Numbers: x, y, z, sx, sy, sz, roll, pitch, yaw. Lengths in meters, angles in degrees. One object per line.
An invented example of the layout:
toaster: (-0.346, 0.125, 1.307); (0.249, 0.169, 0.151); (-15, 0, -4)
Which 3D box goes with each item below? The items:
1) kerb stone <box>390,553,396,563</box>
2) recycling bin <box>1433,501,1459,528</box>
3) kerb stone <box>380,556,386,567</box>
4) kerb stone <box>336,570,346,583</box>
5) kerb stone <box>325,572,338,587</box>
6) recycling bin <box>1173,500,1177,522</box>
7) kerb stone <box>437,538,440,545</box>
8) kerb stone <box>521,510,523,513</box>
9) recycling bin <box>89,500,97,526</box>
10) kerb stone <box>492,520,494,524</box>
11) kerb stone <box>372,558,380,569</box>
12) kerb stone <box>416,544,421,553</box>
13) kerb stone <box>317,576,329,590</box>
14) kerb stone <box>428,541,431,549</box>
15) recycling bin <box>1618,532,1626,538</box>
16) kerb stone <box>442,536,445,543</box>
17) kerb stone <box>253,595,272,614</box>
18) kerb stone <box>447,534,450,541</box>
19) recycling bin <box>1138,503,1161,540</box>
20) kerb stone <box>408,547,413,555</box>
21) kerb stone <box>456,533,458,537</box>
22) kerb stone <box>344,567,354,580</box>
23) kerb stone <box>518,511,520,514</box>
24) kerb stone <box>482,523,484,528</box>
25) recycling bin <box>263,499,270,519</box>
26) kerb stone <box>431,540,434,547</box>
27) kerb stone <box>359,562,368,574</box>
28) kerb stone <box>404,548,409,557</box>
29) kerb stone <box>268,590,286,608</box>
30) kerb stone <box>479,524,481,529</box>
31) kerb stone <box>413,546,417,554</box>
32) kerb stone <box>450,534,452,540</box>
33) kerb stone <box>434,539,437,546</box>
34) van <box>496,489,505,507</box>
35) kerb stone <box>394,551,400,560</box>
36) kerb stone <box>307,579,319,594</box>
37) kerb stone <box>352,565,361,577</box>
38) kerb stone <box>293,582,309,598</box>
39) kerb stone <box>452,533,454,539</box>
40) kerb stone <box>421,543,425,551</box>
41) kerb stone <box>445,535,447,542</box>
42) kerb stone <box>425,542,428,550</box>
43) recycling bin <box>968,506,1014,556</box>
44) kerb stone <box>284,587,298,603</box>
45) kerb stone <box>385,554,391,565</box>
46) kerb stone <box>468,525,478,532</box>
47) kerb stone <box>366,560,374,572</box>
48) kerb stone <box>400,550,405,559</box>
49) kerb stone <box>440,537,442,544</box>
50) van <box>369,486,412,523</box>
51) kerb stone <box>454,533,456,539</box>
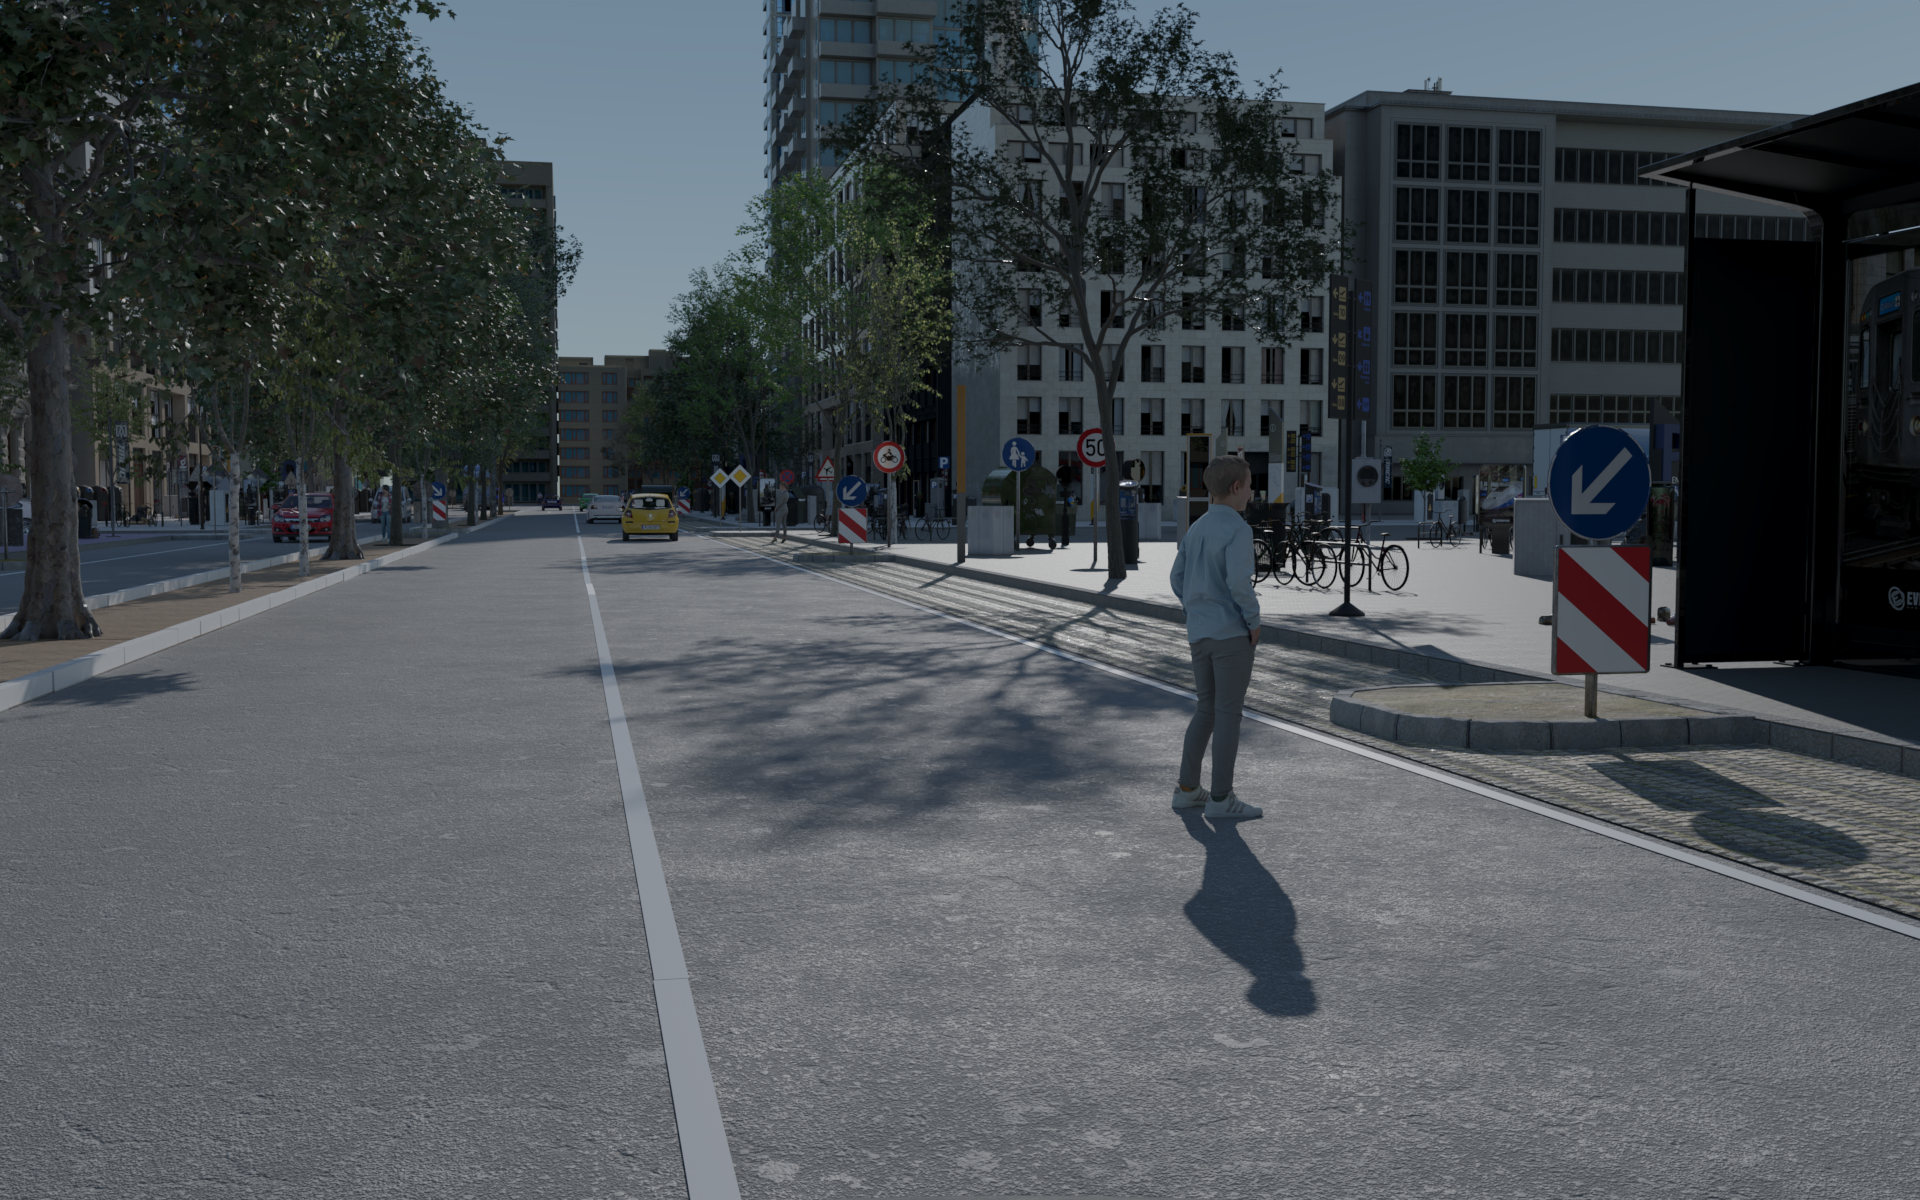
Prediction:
kerb stone: (-11.902, -0.844, 36.007); (0.120, 0.150, 1.000); (-1, 4, -13)
recycling bin: (18.256, -3.214, 65.095); (0.722, 1.027, 0.722); (-1, 4, -14)
kerb stone: (-11.444, -0.722, 34.015); (0.120, 0.150, 1.000); (-1, 4, -13)
kerb stone: (-10.102, -0.354, 28.005); (0.120, 0.150, 1.000); (-1, 4, -13)
kerb stone: (-9.872, -0.294, 27.009); (0.120, 0.150, 1.000); (-1, 4, -13)
recycling bin: (10.293, -4.132, 80.118); (0.722, 1.027, 0.722); (-1, 4, -8)
kerb stone: (-14.595, -1.578, 48.020); (0.120, 0.150, 1.000); (-1, 4, -13)
kerb stone: (-32.479, -6.444, 127.561); (0.120, 0.150, 1.000); (-1, 4, -13)
recycling bin: (-34.697, -3.427, 68.582); (0.722, 1.027, 0.722); (0, 4, 3)
kerb stone: (-22.140, -3.630, 81.548); (0.120, 0.150, 1.000); (-1, 4, -13)
kerb stone: (-11.224, -0.661, 33.013); (0.120, 0.150, 1.000); (-1, 4, -13)
kerb stone: (-13.242, -1.212, 42.015); (0.120, 0.150, 1.000); (-1, 4, -13)
kerb stone: (-9.648, -0.227, 26.000); (0.120, 0.150, 1.000); (-1, 4, -13)
kerb stone: (-13.919, -1.396, 45.014); (0.120, 0.150, 1.000); (-1, 4, -13)
recycling bin: (19.672, -2.380, 51.466); (0.722, 1.027, 0.722); (-2, 4, -32)
kerb stone: (-15.052, -1.697, 50.023); (0.120, 0.150, 1.000); (-1, 4, -13)
kerb stone: (-8.523, 0.073, 21.006); (0.120, 0.150, 1.000); (-1, 4, -13)
kerb stone: (-15.494, -1.824, 52.024); (0.120, 0.150, 1.000); (-1, 4, -13)
recycling bin: (5.238, -2.196, 48.460); (0.722, 1.027, 0.722); (1, 4, 12)
kerb stone: (-12.797, -1.090, 40.013); (0.120, 0.150, 1.000); (-1, 4, -13)
kerb stone: (-16.390, -2.069, 56.016); (0.120, 0.150, 1.000); (-1, 4, -13)
kerb stone: (-10.316, -0.417, 29.007); (0.120, 0.150, 1.000); (-1, 4, -13)
kerb stone: (-30.901, -6.015, 120.541); (0.120, 0.150, 1.000); (-1, 4, -13)
kerb stone: (-19.872, -3.017, 71.531); (0.120, 0.150, 1.000); (-1, 4, -13)
recycling bin: (-36.003, -4.786, 90.797); (0.722, 1.027, 0.722); (3, 4, 38)
kerb stone: (-14.150, -1.457, 46.022); (0.120, 0.150, 1.000); (-1, 4, -13)
kerb stone: (-10.774, -0.539, 31.003); (0.120, 0.150, 1.000); (-1, 4, -13)
kerb stone: (-12.572, -1.024, 39.016); (0.120, 0.150, 1.000); (-1, 4, -13)
kerb stone: (-8.746, 0.011, 22.012); (0.120, 0.150, 1.000); (-1, 4, -13)
kerb stone: (-19.429, -2.895, 69.531); (0.120, 0.150, 1.000); (-1, 4, -13)
kerb stone: (-13.017, -1.150, 41.013); (0.120, 0.150, 1.000); (-1, 4, -13)
kerb stone: (-15.720, -1.885, 53.021); (0.120, 0.150, 1.000); (-1, 4, -13)
kerb stone: (-14.374, -1.518, 47.019); (0.120, 0.150, 1.000); (-1, 4, -13)
van: (-52.329, -11.643, 194.754); (2.240, 2.365, 5.245); (-1, 4, -14)
kerb stone: (-12.125, -0.905, 37.014); (0.120, 0.150, 1.000); (-1, 4, -13)
kerb stone: (-9.425, -0.172, 25.002); (0.120, 0.150, 1.000); (-1, 4, -13)
kerb stone: (-10.543, -0.476, 30.007); (0.120, 0.150, 1.000); (-1, 4, -13)
kerb stone: (-9.194, -0.107, 24.007); (0.120, 0.150, 1.000); (-1, 4, -13)
kerb stone: (-15.948, -1.942, 54.017); (0.120, 0.150, 1.000); (-1, 4, -13)
kerb stone: (-13.466, -1.269, 43.013); (0.120, 0.150, 1.000); (-1, 4, -13)
kerb stone: (-15.279, -1.761, 51.025); (0.120, 0.150, 1.000); (-1, 4, -13)
kerb stone: (-13.688, -1.327, 44.010); (0.120, 0.150, 1.000); (-1, 4, -13)
recycling bin: (0.647, -1.467, 36.534); (0.722, 1.027, 0.722); (3, 5, 44)
kerb stone: (-8.971, -0.040, 23.010); (0.120, 0.150, 1.000); (-1, 4, -13)
kerb stone: (-11.666, -0.784, 35.013); (0.120, 0.150, 1.000); (-1, 4, -13)
kerb stone: (-18.984, -2.770, 67.536); (0.120, 0.150, 1.000); (-1, 4, -13)
kerb stone: (-10.993, -0.595, 32.003); (0.120, 0.150, 1.000); (-1, 4, -13)
kerb stone: (-12.354, -0.967, 38.009); (0.120, 0.150, 1.000); (-1, 4, -13)
kerb stone: (-14.825, -1.641, 49.026); (0.120, 0.150, 1.000); (-1, 4, -13)
van: (-28.179, -4.821, 85.831); (2.013, 2.044, 4.112); (-1, 4, -13)
kerb stone: (-16.173, -2.007, 55.017); (0.120, 0.150, 1.000); (-1, 4, -13)
